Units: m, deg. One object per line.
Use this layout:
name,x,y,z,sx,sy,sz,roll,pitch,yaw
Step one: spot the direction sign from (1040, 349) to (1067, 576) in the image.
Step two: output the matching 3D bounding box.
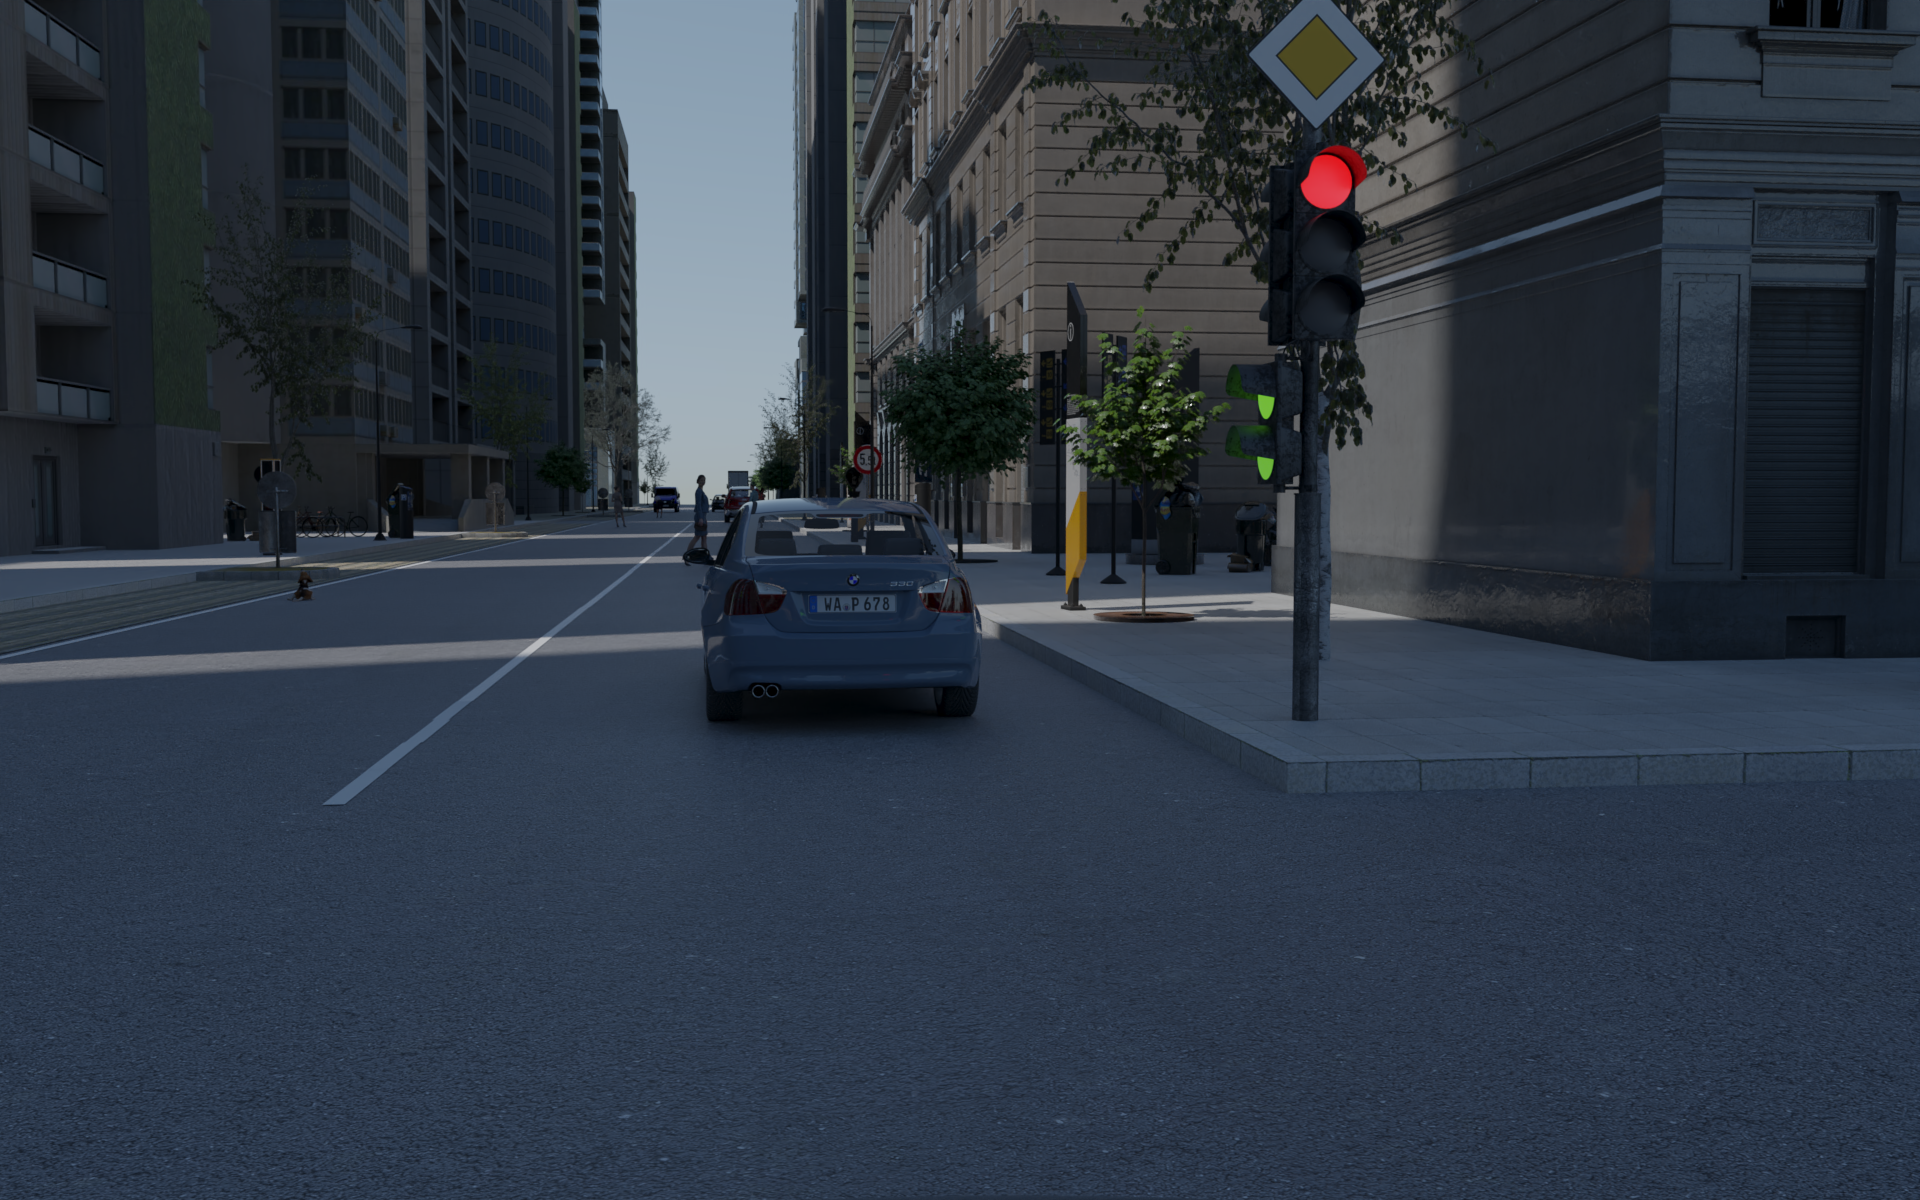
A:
direction sign,1.545,-2.157,27.260,0.379,3.537,0.876,-3,4,-37

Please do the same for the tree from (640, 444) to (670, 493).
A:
tree,-40.245,-16.992,228.176,4.737,8.622,4.395,0,3,0

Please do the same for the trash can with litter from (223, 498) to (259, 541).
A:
trash can with litter,-19.511,-2.190,47.200,1.055,1.170,0.624,-3,5,-40

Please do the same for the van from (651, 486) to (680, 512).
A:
van,-23.218,-8.113,137.034,2.240,2.365,5.245,0,4,-7

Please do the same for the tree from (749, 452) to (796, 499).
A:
tree,-14.366,-9.361,136.769,4.285,4.588,4.351,0,3,0

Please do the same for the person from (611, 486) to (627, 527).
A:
person,-14.737,-4.037,74.842,0.599,1.781,0.374,1,4,15

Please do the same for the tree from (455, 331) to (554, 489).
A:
tree,-20.856,-7.899,79.518,4.737,8.622,4.395,0,3,0

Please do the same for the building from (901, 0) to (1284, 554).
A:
building,5.526,-15.403,49.099,12.463,27.353,25.104,0,4,-8

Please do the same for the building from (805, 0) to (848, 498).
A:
building,-2.344,-36.857,144.618,21.231,58.520,28.212,0,4,-8

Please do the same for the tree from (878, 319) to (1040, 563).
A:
tree,0.036,-2.996,32.704,4.285,4.588,4.351,0,3,0

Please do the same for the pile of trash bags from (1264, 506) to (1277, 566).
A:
pile of trash bags,7.075,-1.267,30.471,3.447,1.369,1.912,0,4,7

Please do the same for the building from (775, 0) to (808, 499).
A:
building,-12.879,-55.931,227.138,22.319,86.520,31.000,0,4,-8

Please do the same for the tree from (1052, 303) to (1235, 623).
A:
tree,1.870,-1.417,17.776,1.663,3.219,1.824,0,3,0

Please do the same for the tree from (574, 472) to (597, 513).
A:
tree,-26.158,-7.637,119.466,1.663,3.219,1.824,0,3,0

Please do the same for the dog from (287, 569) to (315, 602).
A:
dog,-8.971,-0.199,23.454,0.550,0.427,0.748,1,4,20

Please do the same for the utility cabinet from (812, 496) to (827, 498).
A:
utility cabinet,-5.558,-3.508,68.511,0.306,1.237,1.020,1,4,13

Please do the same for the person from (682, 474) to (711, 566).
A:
person,-5.222,-1.596,34.610,0.654,1.822,0.581,1,4,14

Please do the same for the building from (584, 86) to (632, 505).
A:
building,-50.889,-35.695,207.314,21.300,48.544,21.600,0,4,-8

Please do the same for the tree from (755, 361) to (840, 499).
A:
tree,-8.679,-8.800,94.243,4.360,8.622,3.978,0,3,0

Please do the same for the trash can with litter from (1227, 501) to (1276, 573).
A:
trash can with litter,4.792,-1.053,28.601,0.624,1.170,1.055,2,4,24

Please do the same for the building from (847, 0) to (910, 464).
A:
building,0.689,-25.186,95.380,14.154,41.232,14.086,0,4,-8

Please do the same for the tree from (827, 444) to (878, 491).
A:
tree,-3.438,-3.958,59.316,1.663,3.219,1.824,0,3,0

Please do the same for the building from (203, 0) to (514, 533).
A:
building,-33.681,-22.647,62.154,32.217,40.220,23.993,0,4,-8

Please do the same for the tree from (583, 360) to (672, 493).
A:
tree,-31.324,-15.098,157.220,12.009,13.543,11.850,0,3,0

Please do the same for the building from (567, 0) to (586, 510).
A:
building,-37.581,-27.735,137.069,14.154,41.232,14.086,0,4,-8

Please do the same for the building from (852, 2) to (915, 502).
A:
building,2.918,-14.184,73.713,13.314,21.916,24.055,0,4,-8

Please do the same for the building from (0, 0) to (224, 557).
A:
building,-25.176,-21.555,36.025,14.154,41.232,14.086,0,4,-8

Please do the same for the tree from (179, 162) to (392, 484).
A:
tree,-15.387,-5.454,39.543,4.360,8.622,3.978,0,3,0

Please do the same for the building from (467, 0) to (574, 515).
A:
building,-38.005,-35.058,115.191,21.231,58.520,28.212,0,4,-8

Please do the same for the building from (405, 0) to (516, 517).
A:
building,-34.814,-39.902,90.647,20.563,71.187,20.611,0,4,-8

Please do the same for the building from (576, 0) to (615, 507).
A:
building,-47.389,-53.056,180.138,22.319,86.520,31.000,0,4,-8

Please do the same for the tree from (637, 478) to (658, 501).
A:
tree,-36.809,-12.734,202.807,1.663,3.219,1.824,0,3,0

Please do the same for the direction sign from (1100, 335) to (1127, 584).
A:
direction sign,2.199,-2.002,24.723,0.379,3.537,0.876,2,4,27

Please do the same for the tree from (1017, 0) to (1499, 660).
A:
tree,2.567,-3.839,13.125,4.360,8.622,3.978,0,3,0

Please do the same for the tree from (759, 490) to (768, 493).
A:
tree,-25.708,-14.003,223.547,1.663,3.219,1.824,0,3,0

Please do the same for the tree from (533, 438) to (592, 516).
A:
tree,-23.356,-7.237,102.031,4.285,4.588,4.351,0,3,0

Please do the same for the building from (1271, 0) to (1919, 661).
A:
building,13.509,-10.354,18.439,18.267,20.994,9.793,0,4,-8

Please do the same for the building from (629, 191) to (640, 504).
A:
building,-49.632,-33.209,226.556,14.154,41.232,14.086,0,4,-8
